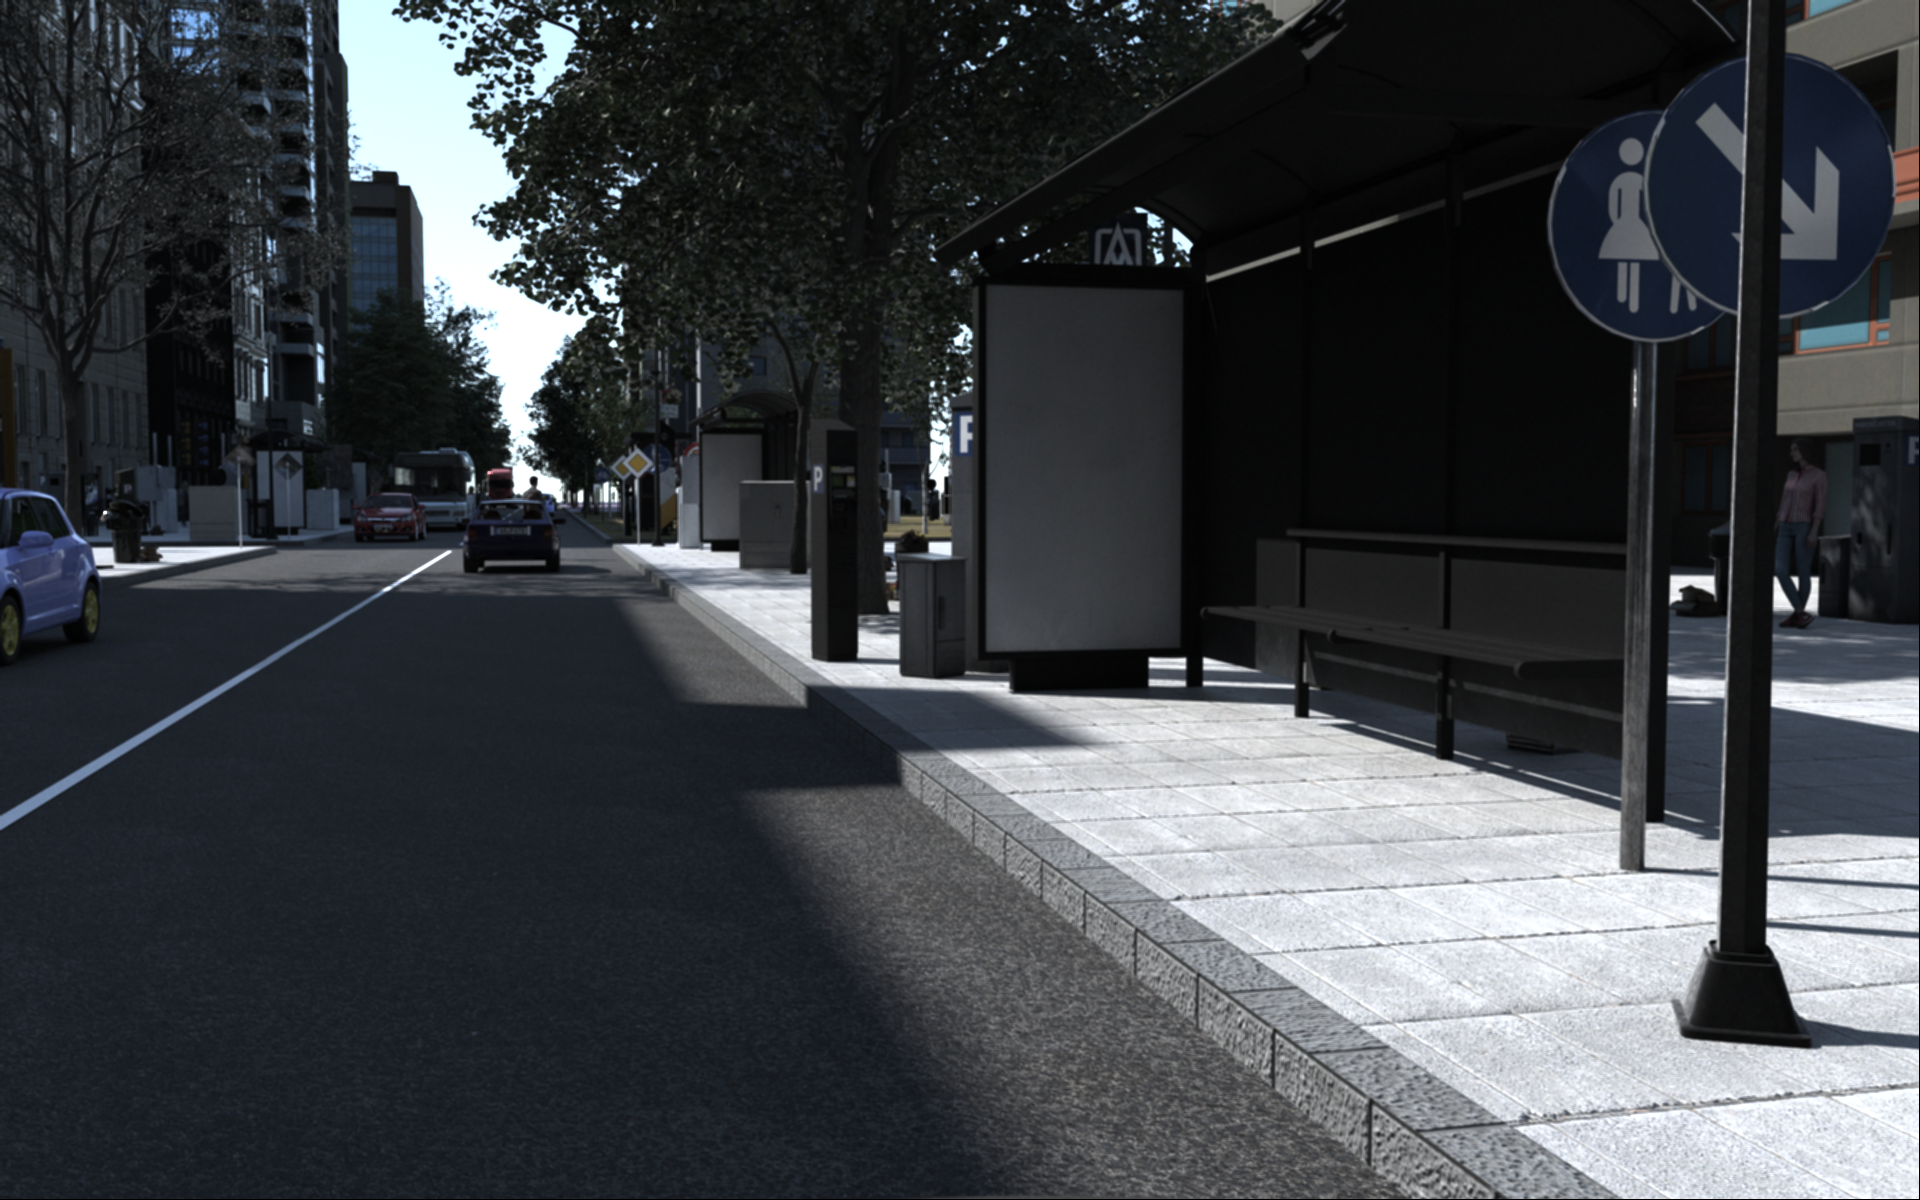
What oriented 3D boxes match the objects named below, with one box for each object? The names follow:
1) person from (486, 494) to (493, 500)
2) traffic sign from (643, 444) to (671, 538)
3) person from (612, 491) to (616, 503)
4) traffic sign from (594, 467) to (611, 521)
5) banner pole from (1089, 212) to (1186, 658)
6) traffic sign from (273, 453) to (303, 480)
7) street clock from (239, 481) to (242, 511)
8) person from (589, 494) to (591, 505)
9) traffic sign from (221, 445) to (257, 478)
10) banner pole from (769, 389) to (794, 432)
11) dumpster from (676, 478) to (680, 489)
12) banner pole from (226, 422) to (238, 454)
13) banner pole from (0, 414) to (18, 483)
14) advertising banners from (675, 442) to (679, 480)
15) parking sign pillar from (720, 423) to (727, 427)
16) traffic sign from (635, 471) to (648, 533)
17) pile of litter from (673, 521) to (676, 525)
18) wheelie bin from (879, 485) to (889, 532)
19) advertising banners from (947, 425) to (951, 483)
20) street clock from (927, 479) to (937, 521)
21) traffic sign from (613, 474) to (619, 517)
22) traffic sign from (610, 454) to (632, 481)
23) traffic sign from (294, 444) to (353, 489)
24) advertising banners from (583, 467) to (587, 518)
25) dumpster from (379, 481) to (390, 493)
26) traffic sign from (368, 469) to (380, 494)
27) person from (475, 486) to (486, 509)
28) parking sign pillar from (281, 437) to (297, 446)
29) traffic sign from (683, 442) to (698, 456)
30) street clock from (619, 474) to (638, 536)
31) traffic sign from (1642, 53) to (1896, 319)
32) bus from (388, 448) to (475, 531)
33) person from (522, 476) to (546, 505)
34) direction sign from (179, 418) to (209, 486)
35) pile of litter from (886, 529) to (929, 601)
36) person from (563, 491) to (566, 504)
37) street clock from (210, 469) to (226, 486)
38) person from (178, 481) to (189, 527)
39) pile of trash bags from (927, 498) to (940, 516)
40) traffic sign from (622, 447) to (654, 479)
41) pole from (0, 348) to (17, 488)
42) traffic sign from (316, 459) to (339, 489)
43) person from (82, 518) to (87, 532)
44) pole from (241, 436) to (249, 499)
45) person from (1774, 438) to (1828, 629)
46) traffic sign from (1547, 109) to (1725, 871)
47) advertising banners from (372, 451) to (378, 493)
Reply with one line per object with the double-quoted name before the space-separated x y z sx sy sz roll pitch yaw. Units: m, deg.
"person" -36.431 -7.477 133.983 0.697 1.427 0.421 -3 4 -38
"traffic sign" -7.744 -2.696 44.179 0.768 2.556 0.104 0 4 -4
"person" -49.474 -14.691 247.034 1.217 1.735 0.721 3 4 37
"traffic sign" -16.875 -4.999 81.847 0.768 2.556 0.104 -1 4 -11
"banner pole" 1.397 -1.443 13.614 0.863 3.779 0.401 0 4 -1
"traffic sign" -18.886 -2.842 48.664 0.795 2.593 0.064 -1 4 -13
"street clock" -38.830 -5.469 93.981 0.471 2.002 0.358 0 4 -2
"person" -44.249 -12.223 206.412 0.617 1.759 0.750 -1 4 -15
"traffic sign" -17.022 -2.368 40.899 0.795 2.593 0.064 -1 4 -13
"banner pole" -4.242 -3.145 41.435 0.863 3.779 0.401 -1 4 -15
"dumpster" -8.379 -3.219 55.119 1.502 2.255 1.985 -1 4 -14
"banner pole" -25.052 -4.260 59.669 0.863 3.779 0.401 3 5 39
"banner pole" -26.226 -3.511 47.423 0.863 3.779 0.401 -1 4 -11
"advertising banners" -8.843 -3.720 57.011 2.074 3.025 0.090 2 4 29
"parking sign pillar" -8.637 -4.692 65.185 1.447 3.967 1.447 3 5 42
"traffic sign" -10.746 -3.526 57.748 0.768 2.556 0.104 0 4 -6
"pile of litter" -12.279 -3.496 71.117 1.176 0.858 1.719 -1 4 -9
"wheelie bin" -2.795 -3.121 58.941 0.693 1.594 0.980 -2 4 -24
"advertising banners" 0.002 -2.991 45.096 0.090 3.025 2.074 1 4 19
"street clock" -1.363 -4.782 82.754 0.471 2.002 0.358 3 5 44
"traffic sign" -18.959 -5.871 96.101 0.768 2.556 0.104 -1 4 -12
"traffic sign" -9.843 -2.973 50.806 0.795 2.593 0.064 -1 4 -13
"traffic sign" -25.970 -4.698 70.690 2.265 3.308 0.079 0 4 -6
"advertising banners" -20.343 -5.987 94.068 0.090 3.025 2.074 -1 4 -8
"dumpster" -37.704 -6.869 114.796 1.502 2.255 1.985 -1 4 -13
"traffic sign" -29.877 -5.378 88.032 0.768 2.556 0.104 -1 4 -12
"person" -21.481 -4.236 77.943 0.709 1.800 0.728 2 4 32
"parking sign pillar" -28.416 -5.244 74.209 1.447 3.967 1.447 2 4 24
"traffic sign" -6.372 -2.577 42.245 0.768 2.556 0.104 -1 4 -9
"street clock" -10.227 -2.976 53.226 0.358 2.002 0.471 3 4 38
"traffic sign" 2.338 -0.306 5.106 0.768 2.556 0.104 0 4 -6
"bus" -21.124 -4.599 70.057 2.948 3.499 13.247 -1 4 -14
"person" -9.308 -1.798 37.862 0.622 1.834 0.822 1 4 15
"direction sign" -22.887 -3.660 51.839 0.379 3.537 0.876 3 5 39
"pile of litter" -0.786 -0.450 21.329 1.719 0.858 1.176 -2 4 -28
"person" -49.976 -12.974 218.887 0.721 1.735 1.217 0 4 -3
"street clock" -21.210 -2.753 49.581 0.358 2.002 0.471 0 4 7
"person" -30.366 -3.777 67.975 0.728 1.800 0.709 3 5 41
"pile of trash bags" -0.471 -5.674 102.523 3.447 1.369 1.912 3 5 43
"traffic sign" -7.979 -2.499 43.041 0.795 2.593 0.064 -1 4 -13
"pole" -13.361 -1.867 24.361 0.158 3.312 0.155 0 3 0
"traffic sign" -22.801 -3.815 62.483 0.768 2.556 0.104 -1 4 -12
"person" -29.791 -3.156 58.653 0.522 1.701 0.512 1 4 16
"pole" -24.972 -4.078 60.523 0.158 3.312 0.155 0 3 0
"person" 8.028 -0.647 16.638 0.388 1.821 0.555 -2 4 -32
"traffic sign" 2.300 -0.351 5.849 0.768 2.556 0.104 -1 4 -10
"advertising banners" -24.193 -4.612 71.598 0.090 3.025 2.074 -1 4 -13
